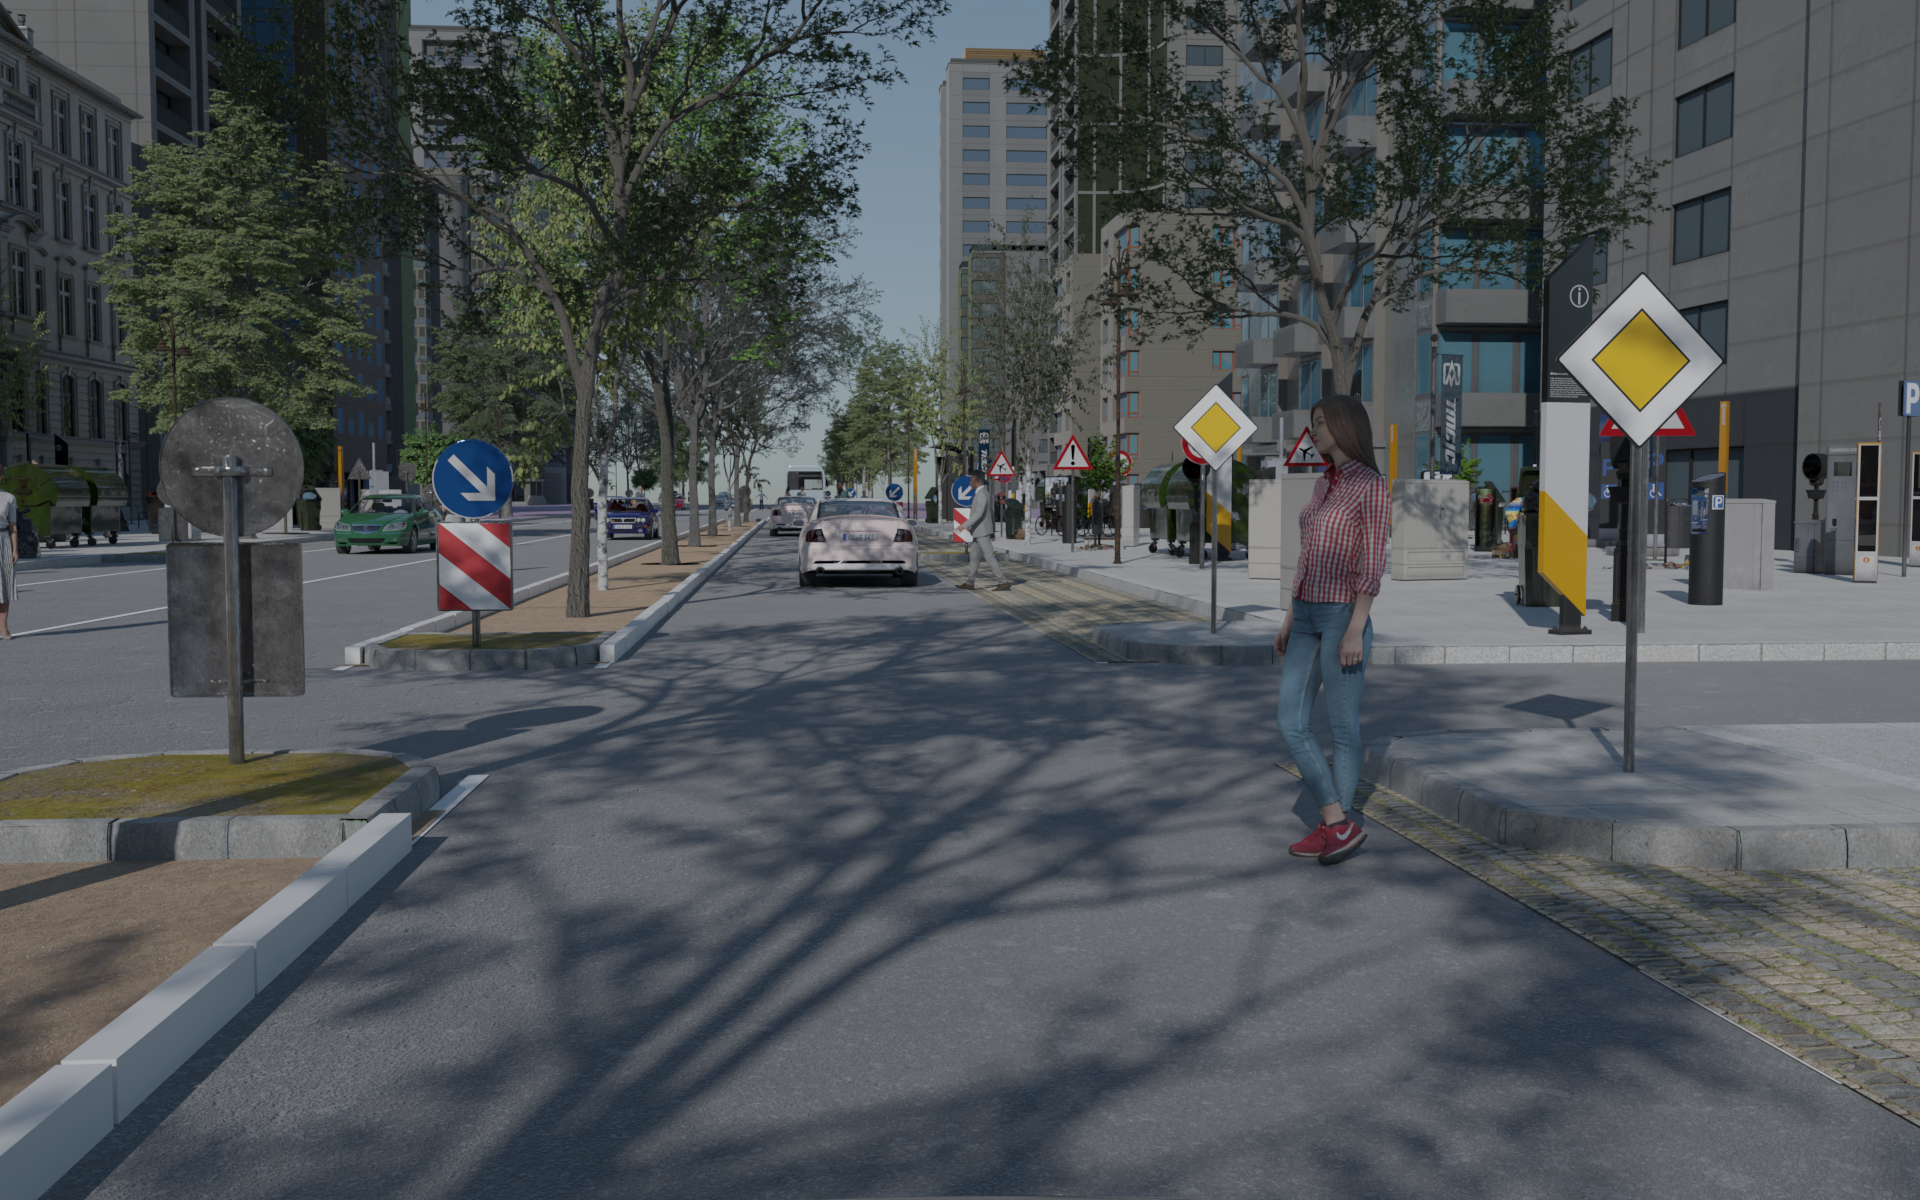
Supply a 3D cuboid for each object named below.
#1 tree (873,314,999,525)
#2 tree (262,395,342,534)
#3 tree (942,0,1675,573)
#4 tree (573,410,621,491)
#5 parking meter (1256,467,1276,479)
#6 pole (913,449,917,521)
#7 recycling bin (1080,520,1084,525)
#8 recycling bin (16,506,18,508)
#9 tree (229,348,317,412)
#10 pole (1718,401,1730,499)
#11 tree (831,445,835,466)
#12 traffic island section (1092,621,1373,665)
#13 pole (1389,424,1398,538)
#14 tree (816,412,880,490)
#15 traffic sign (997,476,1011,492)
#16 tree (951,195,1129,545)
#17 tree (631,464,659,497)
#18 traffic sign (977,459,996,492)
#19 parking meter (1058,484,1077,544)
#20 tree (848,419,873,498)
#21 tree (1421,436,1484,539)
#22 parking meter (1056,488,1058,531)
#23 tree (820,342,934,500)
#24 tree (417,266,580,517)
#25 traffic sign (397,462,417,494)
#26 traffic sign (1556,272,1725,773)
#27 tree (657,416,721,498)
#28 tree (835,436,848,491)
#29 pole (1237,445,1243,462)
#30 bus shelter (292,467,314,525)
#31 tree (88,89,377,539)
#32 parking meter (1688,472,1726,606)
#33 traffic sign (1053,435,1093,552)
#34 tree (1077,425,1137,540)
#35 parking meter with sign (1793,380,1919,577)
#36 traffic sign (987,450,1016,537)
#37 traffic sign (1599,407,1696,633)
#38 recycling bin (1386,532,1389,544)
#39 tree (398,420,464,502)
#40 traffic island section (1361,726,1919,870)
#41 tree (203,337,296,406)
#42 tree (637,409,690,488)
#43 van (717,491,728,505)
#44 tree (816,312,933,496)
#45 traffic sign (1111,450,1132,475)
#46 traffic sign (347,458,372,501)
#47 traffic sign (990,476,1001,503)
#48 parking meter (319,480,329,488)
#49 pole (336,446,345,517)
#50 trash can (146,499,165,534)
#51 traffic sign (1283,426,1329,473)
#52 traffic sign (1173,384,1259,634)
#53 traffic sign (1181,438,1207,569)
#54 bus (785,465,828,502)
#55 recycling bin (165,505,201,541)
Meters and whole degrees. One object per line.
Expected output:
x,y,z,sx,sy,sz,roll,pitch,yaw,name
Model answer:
-0.702,-7.375,70.940,4.737,8.622,4.395,0,3,0,tree
-21.733,-4.409,55.795,4.285,4.588,4.351,0,3,0,tree
4.950,-5.351,21.903,8.767,10.594,7.601,-1,4,-14,tree
-30.038,-11.863,144.319,4.360,8.622,3.978,0,3,0,tree
6.495,-1.907,36.890,0.399,1.863,0.255,-1,4,-22,parking meter
-2.018,-5.154,78.112,0.158,3.312,0.155,0,3,0,pole
4.575,-3.487,69.559,0.722,1.027,0.722,3,5,43,recycling bin
-20.902,-1.525,37.490,0.722,1.027,0.722,0,4,-5,recycling bin
-33.912,-8.236,85.019,4.737,8.622,4.395,0,3,0,tree
16.834,-2.713,38.206,0.158,3.312,0.155,0,3,0,pole
-12.410,-14.924,194.373,4.737,8.622,4.395,0,3,0,tree
2.354,0.386,15.962,2.009,0.180,2.903,0,4,-5,traffic island section
12.620,-3.463,50.460,0.158,3.312,0.155,0,3,0,pole
-15.595,-19.754,239.981,9.611,12.733,9.660,0,3,0,tree
2.083,-5.080,83.162,0.768,2.556,0.104,0,4,-1,traffic sign
1.933,-5.714,43.790,4.360,8.622,3.978,0,3,0,tree
-34.022,-12.411,186.634,4.285,4.588,4.351,0,3,0,tree
0.984,-3.689,60.426,0.768,2.556,0.104,0,4,-2,traffic sign
2.845,-2.238,44.997,0.372,1.533,0.369,0,3,0,parking meter
-6.331,-11.743,142.365,4.737,8.622,4.395,0,3,0,tree
14.271,-3.370,49.704,1.663,3.219,1.824,0,3,0,tree
3.400,-3.041,58.127,0.372,1.533,0.369,0,3,0,parking meter
-5.518,-12.920,129.364,7.486,12.596,7.792,0,3,0,tree
-25.772,-11.709,98.101,9.857,13.997,8.962,0,3,0,tree
-21.889,-4.185,68.525,0.768,2.556,0.104,0,4,-5,traffic sign
3.084,-0.262,7.933,0.795,2.450,0.064,0,4,-5,traffic sign
-38.815,-19.933,242.904,9.611,12.733,9.660,0,3,0,tree
-7.411,-12.065,147.626,4.737,8.622,4.395,0,3,0,tree
10.509,-4.360,65.123,0.158,3.312,0.155,0,3,0,pole
-26.089,-4.589,66.311,1.731,3.624,6.357,0,4,-5,bus shelter
-20.276,-7.988,48.735,7.486,12.596,7.792,0,3,0,tree
8.646,-0.712,20.045,0.372,1.533,0.369,0,3,0,parking meter
2.474,-2.324,37.999,0.884,2.594,0.081,0,4,1,traffic sign
3.874,-3.319,48.869,1.663,3.219,1.824,0,3,0,tree
14.129,-1.904,27.384,0.543,3.016,1.738,-2,4,-35,parking meter with sign
1.238,-3.154,51.576,0.884,2.594,0.081,0,4,3,traffic sign
6.291,-0.973,15.919,0.884,2.594,0.081,0,4,-1,traffic sign
10.555,-1.959,44.579,0.722,1.027,0.722,-3,5,-41,recycling bin
-23.402,-5.705,76.998,4.285,4.588,4.351,0,3,0,tree
3.107,0.873,8.012,2.009,0.180,2.903,0,4,-5,traffic island section
-31.076,-7.673,75.823,4.360,8.622,3.978,0,3,0,tree
-36.107,-17.958,211.733,7.486,12.596,7.792,0,3,0,tree
-31.669,-13.771,232.168,2.013,2.044,4.112,0,4,-6,van
-8.834,-19.664,177.402,12.611,20.169,13.585,0,3,0,tree
4.604,-3.064,50.210,0.768,2.556,0.104,0,4,1,traffic sign
-21.465,-3.786,61.909,0.884,2.594,0.081,0,4,3,traffic sign
1.195,-4.052,66.255,0.884,2.594,0.081,0,4,-4,traffic sign
-26.389,-4.051,71.941,0.255,1.863,0.399,1,4,13,parking meter
-26.379,-4.893,73.849,0.158,3.312,0.155,0,3,0,pole
-25.683,-2.682,55.511,0.748,1.137,0.748,0,3,0,trash can
6.633,-2.033,33.237,0.884,2.594,0.081,0,3,0,traffic sign
2.332,-0.749,15.883,0.795,2.450,0.064,0,4,-5,traffic sign
4.165,-1.811,29.724,0.768,2.556,0.104,0,4,-2,traffic sign
-10.412,-7.493,117.372,2.948,3.499,13.247,0,4,-4,bus
-21.567,-2.173,48.078,0.722,1.027,0.722,0,4,-3,recycling bin
